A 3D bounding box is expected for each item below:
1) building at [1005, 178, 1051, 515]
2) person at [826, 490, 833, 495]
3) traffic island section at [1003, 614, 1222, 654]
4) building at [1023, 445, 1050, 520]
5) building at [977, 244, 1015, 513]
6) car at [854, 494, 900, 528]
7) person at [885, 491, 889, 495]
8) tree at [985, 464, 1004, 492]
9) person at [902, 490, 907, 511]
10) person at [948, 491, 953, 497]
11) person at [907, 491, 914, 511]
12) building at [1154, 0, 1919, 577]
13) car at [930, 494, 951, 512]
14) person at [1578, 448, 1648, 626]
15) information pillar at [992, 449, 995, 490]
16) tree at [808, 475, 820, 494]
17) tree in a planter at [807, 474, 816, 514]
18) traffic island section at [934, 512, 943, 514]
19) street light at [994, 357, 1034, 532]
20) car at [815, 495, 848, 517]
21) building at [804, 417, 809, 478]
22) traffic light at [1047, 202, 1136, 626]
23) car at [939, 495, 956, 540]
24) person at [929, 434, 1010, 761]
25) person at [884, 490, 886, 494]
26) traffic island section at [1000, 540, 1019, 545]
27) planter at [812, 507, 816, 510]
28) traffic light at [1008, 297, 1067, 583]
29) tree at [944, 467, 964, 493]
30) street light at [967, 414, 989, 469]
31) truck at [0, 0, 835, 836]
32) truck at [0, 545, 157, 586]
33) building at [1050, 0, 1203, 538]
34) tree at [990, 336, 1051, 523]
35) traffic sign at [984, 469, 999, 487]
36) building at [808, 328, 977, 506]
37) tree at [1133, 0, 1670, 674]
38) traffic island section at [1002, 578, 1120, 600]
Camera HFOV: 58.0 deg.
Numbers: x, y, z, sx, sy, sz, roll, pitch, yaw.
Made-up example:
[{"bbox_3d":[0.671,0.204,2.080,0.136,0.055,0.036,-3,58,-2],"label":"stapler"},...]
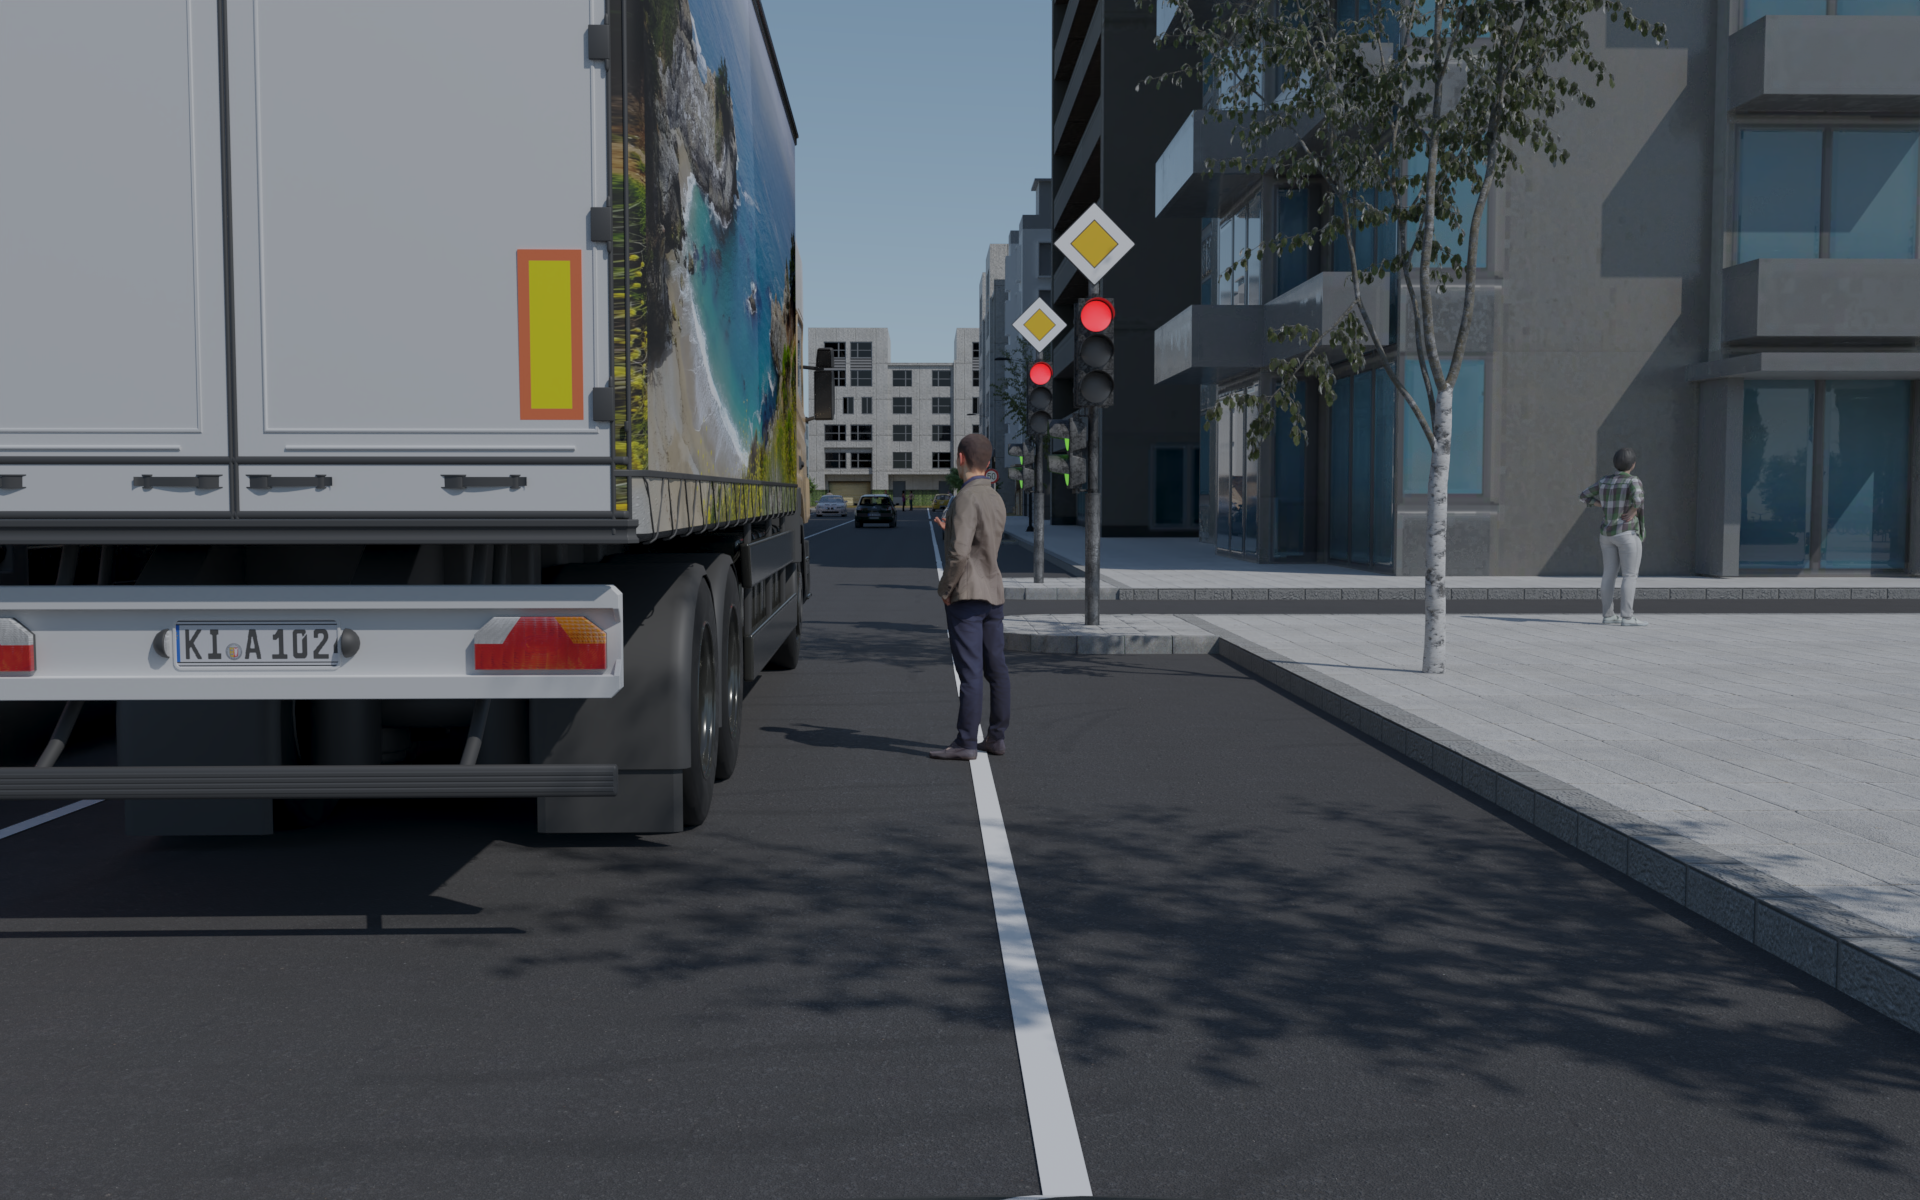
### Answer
[{"bbox_3d":[10.942,-15.493,109.732,16.016,20.091,11.380,0,4,-1],"label":"building"},{"bbox_3d":[-12.001,-9.224,159.310,1.348,1.824,0.705,0,4,4],"label":"person"},{"bbox_3d":[1.317,0.325,16.971,2.009,0.180,2.903,0,4,-1],"label":"traffic island section"},{"bbox_3d":[14.061,-39.778,88.627,20.563,71.187,20.611,0,4,-1],"label":"building"},{"bbox_3d":[10.309,-16.189,131.154,16.747,18.905,31.486,0,4,-1],"label":"building"},{"bbox_3d":[-3.626,-3.980,74.862,2.009,1.686,4.222,0,4,0],"label":"car"},{"bbox_3d":[-5.870,-7.892,138.451,0.530,1.710,0.541,-2,4,-33],"label":"person"},{"bbox_3d":[1.958,-7.012,109.240,1.663,3.219,1.824,0,3,0],"label":"tree"},{"bbox_3d":[-4.568,-8.179,142.904,0.721,1.739,1.217,-1,4,-17],"label":"person"},{"bbox_3d":[-0.877,-8.354,146.027,0.756,1.711,0.436,-3,4,-36],"label":"person"},{"bbox_3d":[-4.276,-8.551,149.017,0.721,1.736,1.217,-2,4,-35],"label":"person"},{"bbox_3d":[19.328,-25.420,35.220,30.456,49.044,23.786,0,4,-1],"label":"building"},{"bbox_3d":[-1.433,-8.095,142.572,2.015,1.641,3.980,0,4,-2],"label":"car"},{"bbox_3d":[6.470,-0.625,16.993,0.376,1.734,0.841,-1,4,-17],"label":"person"},{"bbox_3d":[1.736,-5.993,89.344,0.183,3.616,0.504,1,4,14],"label":"information pillar"},{"bbox_3d":[-14.927,-10.785,170.933,1.663,3.219,1.824,0,3,0],"label":"tree"},{"bbox_3d":[-11.562,-7.903,126.435,1.991,3.239,1.994,0,4,-1],"label":"tree in a planter"},{"bbox_3d":[-0.924,-6.385,127.261,1.991,0.108,1.994,0,4,-1],"label":"traffic island section"},{"bbox_3d":[1.860,-5.280,58.872,1.470,5.913,1.316,0,4,-1],"label":"street light"},{"bbox_3d":[-8.144,-5.973,110.013,2.083,1.381,4.827,0,4,-2],"label":"car"},{"bbox_3d":[-30.618,-15.060,188.371,28.070,9.664,9.099,0,4,-1],"label":"building"},{"bbox_3d":[1.277,-1.709,16.857,0.839,4.253,0.868,0,4,-1],"label":"traffic light"},{"bbox_3d":[0.326,-2.664,55.553,2.014,1.417,4.499,0,4,1],"label":"car"},{"bbox_3d":[-0.039,-0.031,9.540,0.750,1.759,0.617,3,5,44],"label":"person"},{"bbox_3d":[-6.837,-9.235,159.522,0.705,1.821,1.348,3,4,36],"label":"person"},{"bbox_3d":[0.643,-1.649,49.830,1.991,0.108,1.994,0,4,-1],"label":"traffic island section"},{"bbox_3d":[-12.105,-8.093,153.462,1.991,0.319,1.994,0,4,-1],"label":"planter"},{"bbox_3d":[1.115,-2.197,24.840,0.839,4.253,0.868,0,4,-1],"label":"traffic light"},{"bbox_3d":[0.053,-11.876,177.881,4.285,4.588,4.351,0,3,0],"label":"tree"},{"bbox_3d":[1.071,-7.796,100.001,1.470,5.913,1.316,0,4,-1],"label":"street light"},{"bbox_3d":[-2.364,-1.333,10.704,2.839,4.237,11.283,0,4,-2],"label":"truck"},{"bbox_3d":[-5.927,-1.361,11.160,2.839,4.237,11.283,0,4,1],"label":"truck"},{"bbox_3d":[14.611,-26.702,60.272,21.300,48.544,21.600,0,4,-1],"label":"building"},{"bbox_3d":[3.429,-7.686,76.023,4.737,8.622,4.395,0,3,0],"label":"tree"},{"bbox_3d":[1.572,-5.293,86.648,0.768,2.556,0.104,0,4,6],"label":"traffic sign"},{"bbox_3d":[-0.526,-19.953,192.686,31.486,18.905,16.747,0,4,-1],"label":"building"},{"bbox_3d":[3.360,-3.794,12.398,4.360,8.622,3.978,0,3,0],"label":"tree"},{"bbox_3d":[1.155,-0.164,24.955,2.009,0.180,2.903,0,4,-1],"label":"traffic island section"}]
